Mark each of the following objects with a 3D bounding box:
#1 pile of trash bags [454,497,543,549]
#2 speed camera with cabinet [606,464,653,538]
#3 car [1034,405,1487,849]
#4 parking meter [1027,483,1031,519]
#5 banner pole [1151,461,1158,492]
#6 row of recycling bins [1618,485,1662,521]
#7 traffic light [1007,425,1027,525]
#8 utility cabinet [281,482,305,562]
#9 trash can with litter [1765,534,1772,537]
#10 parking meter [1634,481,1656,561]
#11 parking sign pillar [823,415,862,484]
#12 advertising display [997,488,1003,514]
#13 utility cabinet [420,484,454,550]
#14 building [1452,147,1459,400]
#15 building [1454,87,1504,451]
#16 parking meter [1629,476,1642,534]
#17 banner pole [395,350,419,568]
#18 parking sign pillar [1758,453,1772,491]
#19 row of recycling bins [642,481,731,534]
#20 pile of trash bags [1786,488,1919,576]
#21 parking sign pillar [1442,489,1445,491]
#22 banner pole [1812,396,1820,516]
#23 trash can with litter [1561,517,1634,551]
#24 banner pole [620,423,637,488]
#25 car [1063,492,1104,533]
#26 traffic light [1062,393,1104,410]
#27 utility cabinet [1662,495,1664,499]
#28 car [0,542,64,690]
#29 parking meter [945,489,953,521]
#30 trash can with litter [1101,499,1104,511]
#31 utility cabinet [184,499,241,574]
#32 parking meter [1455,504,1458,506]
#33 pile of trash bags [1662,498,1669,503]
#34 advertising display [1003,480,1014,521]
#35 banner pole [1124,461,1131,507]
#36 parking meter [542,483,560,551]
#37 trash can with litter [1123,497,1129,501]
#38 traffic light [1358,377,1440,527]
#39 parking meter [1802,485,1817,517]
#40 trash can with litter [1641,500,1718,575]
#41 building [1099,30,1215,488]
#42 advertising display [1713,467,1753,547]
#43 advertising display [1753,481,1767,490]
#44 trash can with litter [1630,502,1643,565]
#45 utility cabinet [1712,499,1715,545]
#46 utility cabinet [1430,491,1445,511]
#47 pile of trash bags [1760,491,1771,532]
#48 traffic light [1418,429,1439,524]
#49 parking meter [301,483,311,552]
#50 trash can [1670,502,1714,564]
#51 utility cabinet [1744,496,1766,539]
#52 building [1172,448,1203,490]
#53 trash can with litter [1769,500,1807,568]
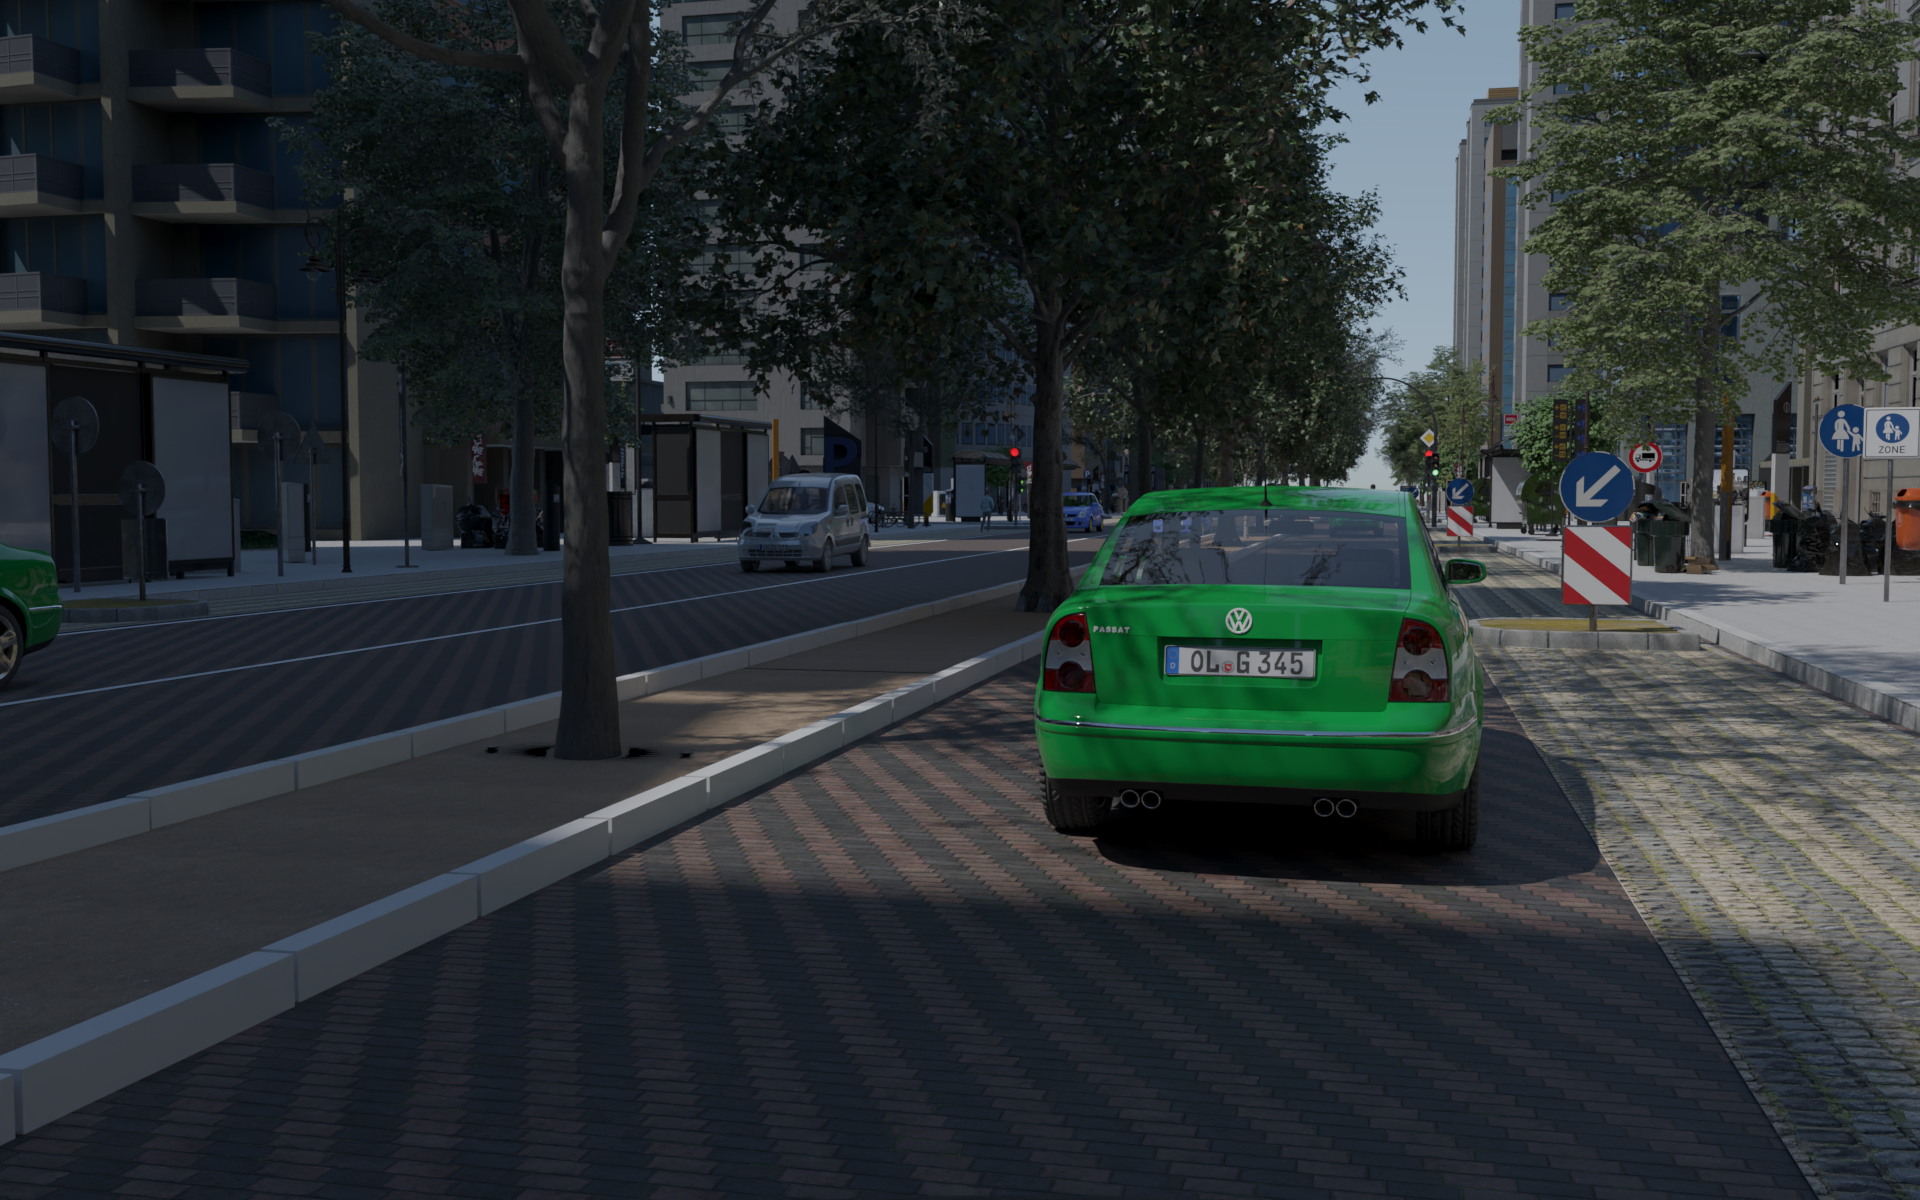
[{"bbox_3d":[-11.484,-1.948,41.601,3.447,1.369,1.912,2,4,25],"label":"pile of trash bags"},{"bbox_3d":[-9.956,-3.431,50.427,2.038,3.252,0.660,-2,4,-33],"label":"speed camera with cabinet"},{"bbox_3d":[1.591,0.017,8.513,1.959,1.807,4.718,1,4,15],"label":"car"},{"bbox_3d":[3.648,-5.165,90.162,0.255,1.863,0.399,0,4,-5],"label":"parking meter"},{"bbox_3d":[14.603,-8.563,130.014,0.401,3.779,0.863,-3,5,-45],"label":"banner pole"},{"bbox_3d":[31.451,-4.533,81.234,1.069,1.692,3.534,-2,4,-25],"label":"row of recycling bins"},{"bbox_3d":[2.304,-5.002,70.703,0.839,4.253,0.868,1,4,13],"label":"traffic light"},{"bbox_3d":[-12.571,-1.465,32.628,0.318,1.500,1.173,-2,4,-28],"label":"utility cabinet"},{"bbox_3d":[24.244,-2.522,52.296,2.233,1.210,1.678,1,4,18],"label":"trash can with litter"},{"bbox_3d":[13.212,-1.529,33.416,0.372,1.533,0.369,0,3,0],"label":"parking meter"},{"bbox_3d":[-4.004,-4.317,59.048,1.447,3.967,1.447,0,4,3],"label":"parking sign pillar"},{"bbox_3d":[2.573,-6.393,109.747,0.123,1.923,0.974,1,4,21],"label":"advertising display"},{"bbox_3d":[-11.950,-1.893,39.626,0.318,1.500,1.173,0,4,5],"label":"utility cabinet"},{"bbox_3d":[91.660,-45.356,283.571,21.231,58.520,28.212,1,4,13],"label":"building"},{"bbox_3d":[85.419,-43.676,256.107,21.231,58.520,28.212,1,4,13],"label":"building"},{"bbox_3d":[21.928,-3.091,56.254,0.255,1.863,0.399,2,4,35],"label":"parking meter"},{"bbox_3d":[-9.632,-2.443,29.960,0.401,3.779,0.863,-1,4,-10],"label":"banner pole"},{"bbox_3d":[51.241,-7.423,109.840,1.447,3.967,1.447,-1,4,-12],"label":"parking sign pillar"},{"bbox_3d":[-8.231,-2.857,53.820,3.534,1.692,1.069,-2,4,-24],"label":"row of recycling bins"},{"bbox_3d":[14.462,-1.071,27.267,1.912,1.369,3.447,1,4,9],"label":"pile of trash bags"},{"bbox_3d":[40.858,-9.563,144.828,1.447,3.967,1.447,-3,4,-37],"label":"parking sign pillar"},{"bbox_3d":[21.818,-3.315,44.213,0.401,3.779,0.863,2,4,27],"label":"banner pole"},{"bbox_3d":[14.838,-1.711,39.034,1.678,1.210,2.233,-2,4,-30],"label":"trash can with litter"},{"bbox_3d":[-10.751,-4.050,56.235,0.863,3.779,0.401,-2,4,-29],"label":"banner pole"},{"bbox_3d":[4.332,-3.406,65.284,1.945,1.707,3.694,1,4,14],"label":"car"},{"bbox_3d":[6.225,-6.321,78.013,4.771,5.953,1.251,1,4,13],"label":"traffic light"},{"bbox_3d":[37.870,-5.049,93.705,0.306,1.237,1.020,2,4,27],"label":"utility cabinet"},{"bbox_3d":[-8.118,-0.152,11.282,1.959,1.807,4.718,1,4,14],"label":"car"},{"bbox_3d":[-0.497,-4.451,81.177,0.372,1.533,0.369,0,3,0],"label":"parking meter"},{"bbox_3d":[10.744,-7.377,131.996,1.055,1.170,0.624,-2,4,-25],"label":"trash can with litter"},{"bbox_3d":[-12.200,-1.034,28.075,0.306,1.237,1.020,2,4,34],"label":"utility cabinet"},{"bbox_3d":[29.866,-6.002,103.846,0.399,1.863,0.255,-2,4,-27],"label":"parking meter"},{"bbox_3d":[35.079,-4.796,88.173,1.912,1.369,3.447,2,4,26],"label":"pile of trash bags"},{"bbox_3d":[2.567,-5.200,90.240,0.123,1.923,0.974,-1,4,-13],"label":"advertising display"},{"bbox_3d":[12.726,-8.638,131.245,0.401,3.779,0.863,-3,5,-44],"label":"banner pole"},{"bbox_3d":[-9.202,-1.871,38.995,0.372,1.533,0.369,0,3,0],"label":"parking meter"},{"bbox_3d":[11.518,-6.731,121.446,0.624,1.170,1.055,0,4,6],"label":"trash can with litter"},{"bbox_3d":[16.260,-5.662,67.234,4.771,5.953,1.251,1,4,13],"label":"traffic light"},{"bbox_3d":[23.998,-2.479,48.945,0.372,1.533,0.369,0,3,0],"label":"parking meter"},{"bbox_3d":[11.714,-1.014,27.966,0.624,1.170,1.055,-3,5,-39],"label":"trash can with litter"},{"bbox_3d":[29.012,-50.752,268.041,20.563,71.187,20.611,1,4,13],"label":"building"},{"bbox_3d":[18.688,-2.261,42.186,0.974,1.923,0.123,2,4,34],"label":"advertising display"},{"bbox_3d":[38.161,-4.751,82.896,0.123,1.923,0.974,-1,4,-23],"label":"advertising display"},{"bbox_3d":[12.363,-1.206,31.109,0.624,1.170,1.055,1,4,22],"label":"trash can with litter"},{"bbox_3d":[14.643,-1.399,34.032,0.306,1.237,1.020,1,4,19],"label":"utility cabinet"},{"bbox_3d":[36.257,-7.518,131.600,1.173,1.500,0.318,1,4,16],"label":"utility cabinet"},{"bbox_3d":[26.811,-2.999,58.791,1.912,1.369,3.447,0,4,1],"label":"pile of trash bags"},{"bbox_3d":[20.181,-5.243,74.651,0.839,4.253,0.868,1,4,13],"label":"traffic light"},{"bbox_3d":[-14.587,-1.832,38.369,0.372,1.533,0.369,0,3,0],"label":"parking meter"},{"bbox_3d":[13.547,-1.250,32.089,0.748,1.137,0.748,0,3,0],"label":"trash can"},{"bbox_3d":[22.479,-2.350,49.587,1.020,1.237,0.306,2,4,31],"label":"utility cabinet"},{"bbox_3d":[27.688,-29.363,251.782,14.160,30.474,14.107,1,4,13],"label":"building"},{"bbox_3d":[14.534,-1.130,29.863,0.624,1.170,1.055,-3,4,-36],"label":"trash can with litter"}]
